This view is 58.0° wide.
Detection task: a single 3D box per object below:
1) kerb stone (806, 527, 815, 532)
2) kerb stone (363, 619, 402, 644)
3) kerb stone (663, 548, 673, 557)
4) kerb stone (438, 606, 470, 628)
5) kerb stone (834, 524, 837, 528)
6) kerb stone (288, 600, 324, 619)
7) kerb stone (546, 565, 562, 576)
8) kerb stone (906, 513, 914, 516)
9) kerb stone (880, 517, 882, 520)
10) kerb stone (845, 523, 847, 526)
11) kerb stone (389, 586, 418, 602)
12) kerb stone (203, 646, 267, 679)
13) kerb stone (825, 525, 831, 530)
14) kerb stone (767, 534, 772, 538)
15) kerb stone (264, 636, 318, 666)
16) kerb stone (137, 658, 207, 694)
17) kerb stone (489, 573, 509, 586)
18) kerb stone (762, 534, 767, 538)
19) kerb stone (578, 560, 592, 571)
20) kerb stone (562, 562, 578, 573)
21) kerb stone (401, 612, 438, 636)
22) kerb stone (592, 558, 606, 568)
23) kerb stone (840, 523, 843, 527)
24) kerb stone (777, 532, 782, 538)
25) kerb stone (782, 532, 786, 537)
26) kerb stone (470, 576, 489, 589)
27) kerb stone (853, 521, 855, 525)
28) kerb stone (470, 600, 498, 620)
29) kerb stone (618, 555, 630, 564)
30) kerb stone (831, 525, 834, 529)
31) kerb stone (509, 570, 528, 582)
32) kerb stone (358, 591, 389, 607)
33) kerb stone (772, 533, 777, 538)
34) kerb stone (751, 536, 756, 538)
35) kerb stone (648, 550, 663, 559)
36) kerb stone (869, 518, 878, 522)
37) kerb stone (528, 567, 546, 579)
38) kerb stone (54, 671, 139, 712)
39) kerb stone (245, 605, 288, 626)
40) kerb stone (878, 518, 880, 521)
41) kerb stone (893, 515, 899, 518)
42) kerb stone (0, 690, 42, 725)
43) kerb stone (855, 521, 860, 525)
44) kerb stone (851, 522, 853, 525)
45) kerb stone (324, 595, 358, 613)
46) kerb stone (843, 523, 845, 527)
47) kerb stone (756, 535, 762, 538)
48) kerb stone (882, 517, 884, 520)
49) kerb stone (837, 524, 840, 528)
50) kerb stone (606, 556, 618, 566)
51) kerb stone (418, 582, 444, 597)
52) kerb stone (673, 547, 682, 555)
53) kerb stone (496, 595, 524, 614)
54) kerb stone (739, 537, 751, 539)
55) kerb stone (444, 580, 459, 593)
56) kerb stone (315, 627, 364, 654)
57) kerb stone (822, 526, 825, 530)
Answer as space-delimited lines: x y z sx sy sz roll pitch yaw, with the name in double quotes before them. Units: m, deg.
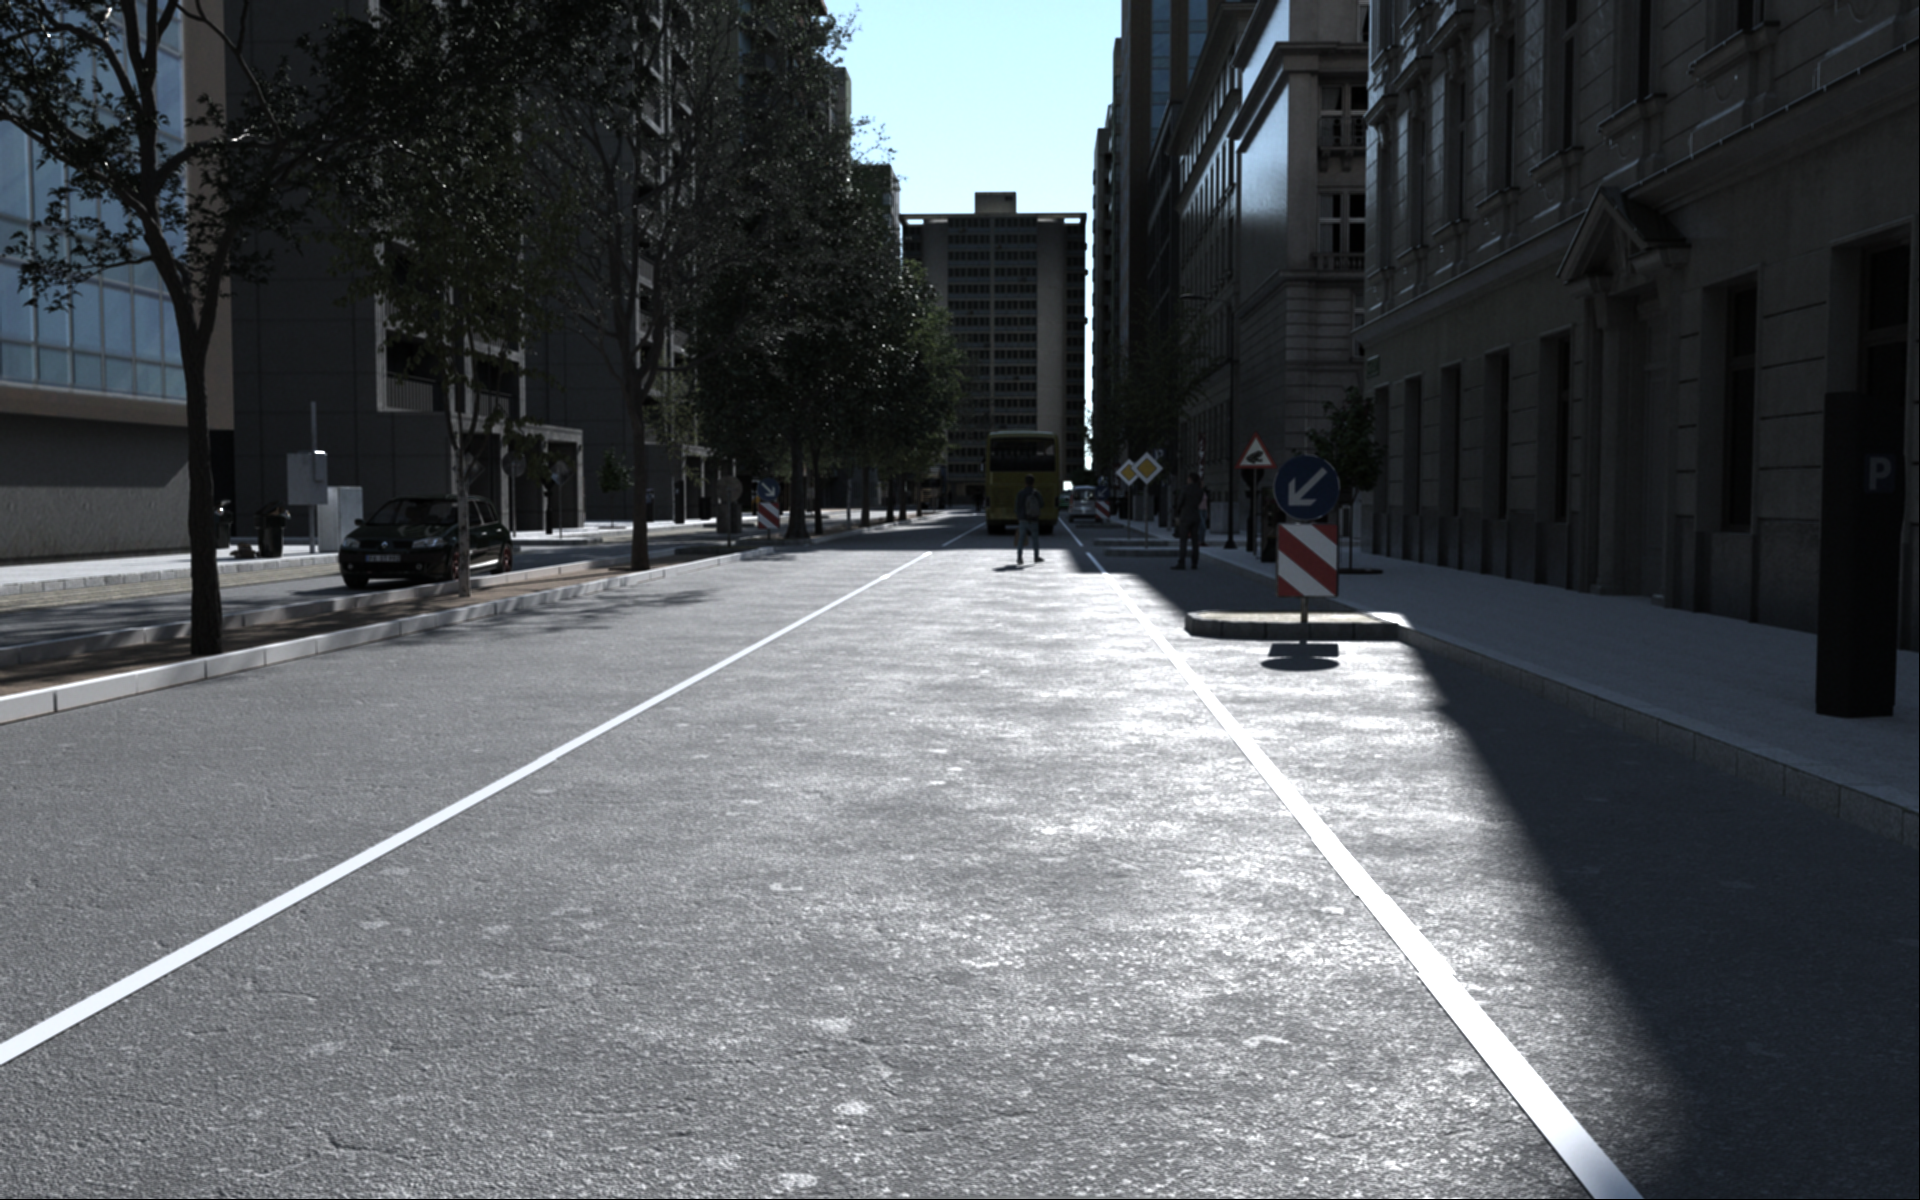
"kerb stone" -5.656 -2.601 64.727 0.120 0.150 1.000 0 4 3
"kerb stone" -5.735 0.323 16.977 0.120 0.150 1.000 0 4 3
"kerb stone" -6.794 -1.061 39.609 0.120 0.150 1.000 0 4 3
"kerb stone" -5.637 0.200 19.022 0.120 0.150 1.000 0 4 3
"kerb stone" -5.325 -3.037 71.896 0.120 0.150 1.000 0 4 3
"kerb stone" -7.692 0.126 20.146 0.120 0.150 1.000 0 4 3
"kerb stone" -7.226 -0.500 30.394 0.120 0.150 1.000 0 4 3
"kerb stone" -3.327 -5.728 115.918 0.120 0.150 1.000 0 4 3
"kerb stone" -4.397 -4.291 92.383 0.120 0.150 1.000 0 4 3
"kerb stone" -5.150 -3.291 75.999 0.120 0.150 1.000 0 4 3
"kerb stone" -7.544 -0.060 23.213 0.120 0.150 1.000 0 4 3
"kerb stone" -5.868 0.508 13.908 0.120 0.150 1.000 0 4 3
"kerb stone" -5.432 -2.914 69.843 0.120 0.150 1.000 0 4 3
"kerb stone" -6.126 -1.969 54.471 0.120 0.150 1.000 0 4 3
"kerb stone" -5.820 0.445 14.929 0.120 0.150 1.000 0 4 3
"kerb stone" -5.919 0.572 12.887 0.120 0.150 1.000 0 4 3
"kerb stone" -7.364 -0.306 27.316 0.120 0.150 1.000 0 4 3
"kerb stone" -6.170 -1.909 53.450 0.120 0.150 1.000 0 4 3
"kerb stone" -7.127 -0.625 32.439 0.120 0.150 1.000 0 4 3
"kerb stone" -7.168 -0.564 31.415 0.120 0.150 1.000 0 4 3
"kerb stone" -5.684 0.257 17.998 0.120 0.150 1.000 0 4 3
"kerb stone" -7.082 -0.689 33.460 0.120 0.150 1.000 0 4 3
"kerb stone" -5.241 -3.160 73.953 0.120 0.150 1.000 0 4 3
"kerb stone" -6.033 -2.099 56.518 0.120 0.150 1.000 0 4 3
"kerb stone" -5.983 -2.162 57.546 0.120 0.150 1.000 0 4 3
"kerb stone" -7.402 -0.249 26.289 0.120 0.150 1.000 0 4 3
"kerb stone" -5.007 -3.471 79.080 0.120 0.150 1.000 0 4 3
"kerb stone" -5.594 0.138 20.043 0.120 0.150 1.000 0 4 3
"kerb stone" -6.991 -0.814 35.507 0.120 0.150 1.000 0 4 3
"kerb stone" -5.371 -2.977 70.867 0.120 0.150 1.000 0 4 3
"kerb stone" -7.314 -0.375 28.344 0.120 0.150 1.000 0 4 3
"kerb stone" -7.591 0.001 22.192 0.120 0.150 1.000 0 4 3
"kerb stone" -6.078 -2.036 55.493 0.120 0.150 1.000 0 4 3
"kerb stone" -6.264 -1.786 51.398 0.120 0.150 1.000 0 4 3
"kerb stone" -6.841 -1.003 38.588 0.120 0.150 1.000 0 4 3
"kerb stone" -4.492 -4.163 90.333 0.120 0.150 1.000 0 4 3
"kerb stone" -7.265 -0.439 29.373 0.120 0.150 1.000 0 4 3
"kerb stone" -5.962 0.632 11.866 0.120 0.150 1.000 0 4 3
"kerb stone" -7.727 0.188 19.125 0.120 0.150 1.000 0 4 3
"kerb stone" -4.446 -4.230 91.362 0.120 0.150 1.000 0 4 3
"kerb stone" -3.849 -5.041 104.669 0.120 0.150 1.000 0 4 3
"kerb stone" -6.014 0.694 10.845 0.120 0.150 1.000 0 4 3
"kerb stone" -4.908 -3.605 81.136 0.120 0.150 1.000 0 4 3
"kerb stone" -5.054 -3.416 78.053 0.120 0.150 1.000 0 4 3
"kerb stone" -7.648 0.063 21.167 0.120 0.150 1.000 0 4 3
"kerb stone" -5.193 -3.222 74.974 0.120 0.150 1.000 0 4 3
"kerb stone" -6.218 -1.842 52.429 0.120 0.150 1.000 0 4 3
"kerb stone" -4.362 -4.354 93.408 0.120 0.150 1.000 0 4 3
"kerb stone" -5.286 -3.094 72.918 0.120 0.150 1.000 0 4 3
"kerb stone" -7.038 -0.750 34.486 0.120 0.150 1.000 0 4 3
"kerb stone" -7.494 -0.125 24.233 0.120 0.150 1.000 0 4 3
"kerb stone" -6.755 -1.128 40.632 0.120 0.150 1.000 0 4 3
"kerb stone" -5.537 0.069 21.063 0.120 0.150 1.000 0 4 3
"kerb stone" -6.301 -1.722 50.376 0.120 0.150 1.000 0 4 3
"kerb stone" -7.450 -0.188 25.263 0.120 0.150 1.000 0 4 3
"kerb stone" -5.773 0.382 15.956 0.120 0.150 1.000 0 4 3
"kerb stone" -5.511 -2.789 67.800 0.120 0.150 1.000 0 4 3
